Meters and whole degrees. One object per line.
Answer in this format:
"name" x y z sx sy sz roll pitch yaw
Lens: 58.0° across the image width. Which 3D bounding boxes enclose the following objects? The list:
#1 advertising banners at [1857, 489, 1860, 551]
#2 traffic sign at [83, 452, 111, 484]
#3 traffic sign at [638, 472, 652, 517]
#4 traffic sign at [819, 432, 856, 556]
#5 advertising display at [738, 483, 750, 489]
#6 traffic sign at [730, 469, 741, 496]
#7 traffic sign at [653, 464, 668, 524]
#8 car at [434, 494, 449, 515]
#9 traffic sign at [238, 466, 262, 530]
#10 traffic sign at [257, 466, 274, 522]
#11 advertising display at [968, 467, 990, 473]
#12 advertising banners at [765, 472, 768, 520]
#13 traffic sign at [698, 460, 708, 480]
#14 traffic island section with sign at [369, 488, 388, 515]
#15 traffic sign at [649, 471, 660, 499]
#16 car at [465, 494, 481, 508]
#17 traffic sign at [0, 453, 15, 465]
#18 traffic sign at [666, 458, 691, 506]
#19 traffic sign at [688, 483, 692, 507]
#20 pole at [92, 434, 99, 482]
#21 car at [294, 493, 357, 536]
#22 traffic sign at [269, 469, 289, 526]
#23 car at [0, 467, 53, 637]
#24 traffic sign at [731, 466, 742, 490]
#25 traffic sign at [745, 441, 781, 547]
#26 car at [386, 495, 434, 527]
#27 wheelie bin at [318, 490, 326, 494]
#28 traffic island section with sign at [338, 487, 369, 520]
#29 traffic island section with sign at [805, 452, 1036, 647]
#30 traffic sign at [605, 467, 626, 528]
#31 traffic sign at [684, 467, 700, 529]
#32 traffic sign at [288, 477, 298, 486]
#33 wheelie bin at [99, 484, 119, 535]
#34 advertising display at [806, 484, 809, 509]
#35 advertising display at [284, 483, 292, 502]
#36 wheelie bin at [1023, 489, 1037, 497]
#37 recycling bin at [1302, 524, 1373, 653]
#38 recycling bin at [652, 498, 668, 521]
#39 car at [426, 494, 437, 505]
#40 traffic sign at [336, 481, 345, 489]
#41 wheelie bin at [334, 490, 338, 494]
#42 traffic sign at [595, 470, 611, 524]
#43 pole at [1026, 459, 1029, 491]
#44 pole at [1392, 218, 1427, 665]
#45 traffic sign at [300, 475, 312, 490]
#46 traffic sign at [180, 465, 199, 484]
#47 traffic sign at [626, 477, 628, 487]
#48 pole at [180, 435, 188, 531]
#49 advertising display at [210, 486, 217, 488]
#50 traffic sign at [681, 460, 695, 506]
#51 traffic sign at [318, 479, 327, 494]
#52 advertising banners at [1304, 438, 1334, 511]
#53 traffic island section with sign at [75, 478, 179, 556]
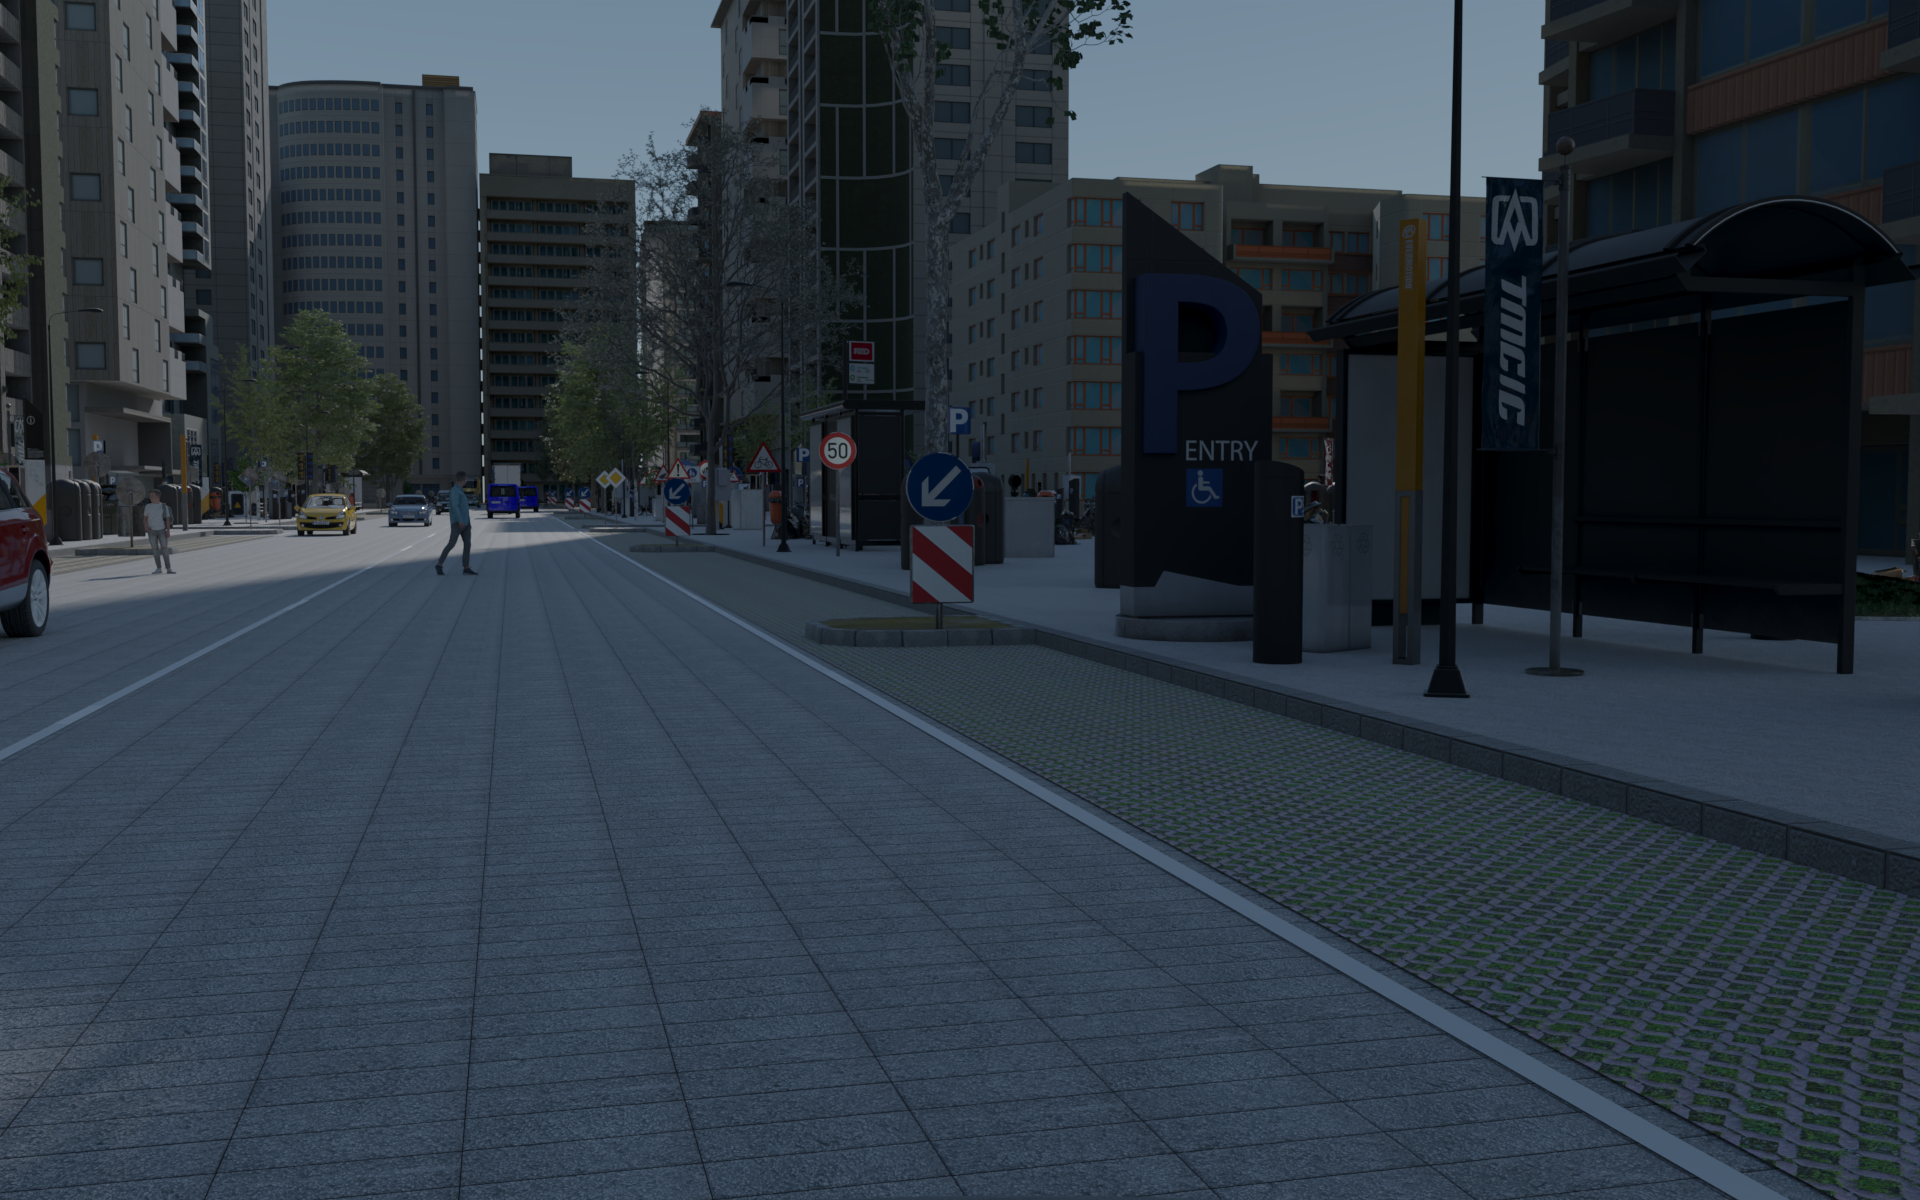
"advertising banners" 12.393 -1.809 25.768 0.090 3.025 2.074 -2 4 -30
"traffic sign" -25.946 -3.180 52.105 0.768 2.556 0.104 -1 4 -12
"traffic sign" -17.891 -6.040 98.753 0.884 2.594 0.081 0 4 -7
"traffic sign" -2.509 -2.169 35.568 0.768 2.556 0.104 0 4 -5
"advertising display" -12.557 -5.903 101.721 0.974 1.923 0.123 0 4 7
"traffic sign" -10.143 -4.687 76.638 0.884 2.594 0.081 -1 4 -10
"traffic sign" -12.780 -4.565 74.647 0.884 2.594 0.081 -1 4 -13
"car" -35.474 -6.756 120.247 2.009 1.686 4.222 -1 4 -14
"traffic sign" -25.475 -3.580 62.171 0.795 2.450 0.064 -1 4 -14
"traffic sign" -31.526 -4.802 78.624 0.768 2.556 0.104 -1 4 -12
"advertising display" 0.214 -2.172 40.731 0.974 1.923 0.123 0 4 -2
"advertising banners" -9.739 -5.504 86.172 0.090 3.025 2.074 0 4 5
"traffic sign" -9.330 -3.914 64.096 0.768 2.556 0.104 -1 4 -10
"traffic island section with sign" -40.217 -6.841 120.474 1.989 1.847 2.006 -1 4 -14
"traffic sign" -16.437 -5.715 93.547 0.768 2.556 0.104 -1 4 -10
"car" -50.999 -10.329 180.670 2.131 1.459 4.920 -1 4 -13
"traffic sign" -29.378 -3.260 53.412 0.768 2.556 0.104 -1 4 -8
"traffic sign" -10.028 -3.772 61.676 0.884 2.594 0.081 0 4 -7
"traffic sign" -15.516 -6.128 100.299 0.768 2.556 0.104 -1 4 -13
"pole" -29.485 -3.996 59.180 0.158 3.312 0.155 0 3 0
"car" -22.175 -3.085 60.671 2.015 1.641 3.980 -1 4 -14
"traffic sign" -27.472 -4.053 69.903 0.795 2.450 0.064 -1 4 -14
"car" -9.887 -0.431 15.723 2.281 1.827 5.304 -1 4 -13
"traffic sign" -10.429 -4.873 79.773 0.768 2.556 0.104 0 4 -6
"traffic sign" -4.798 -2.588 42.312 0.884 2.594 0.081 -1 4 -13
"car" -24.574 -4.004 77.465 2.014 1.417 4.499 -1 4 -15
"wheelie bin" -49.986 -7.810 135.598 0.980 1.594 0.693 0 4 3
"traffic island section with sign" -33.410 -5.228 94.112 1.989 1.847 2.006 -1 4 -14
"traffic island section with sign" -0.475 -0.516 17.066 1.989 1.847 2.006 -1 4 -14
"traffic sign" -12.984 -3.775 65.364 0.795 2.450 0.064 -1 4 -14
"traffic sign" -9.789 -3.743 63.328 0.606 2.300 0.079 -1 4 -9
"traffic sign" -49.561 -7.867 128.729 0.768 2.556 0.104 -1 4 -9
"wheelie bin" -26.841 -2.851 54.529 0.980 1.594 0.693 -2 4 -34
"advertising display" -10.110 -6.439 110.497 0.974 1.923 0.123 1 4 14
"advertising display" -38.453 -5.698 98.377 0.974 1.923 0.123 0 4 0
"wheelie bin" 4.002 -5.568 98.947 0.693 1.594 0.980 3 5 43
"recycling bin" 2.934 -0.113 14.399 0.722 1.027 0.722 -3 5 -43
"recycling bin" -14.192 -4.281 82.545 0.722 1.027 0.722 -1 4 -18
"car" -62.297 -11.941 205.025 2.009 1.686 4.222 -1 4 -14
"traffic sign" -48.450 -8.156 135.477 0.606 2.300 0.079 -1 4 -9
"wheelie bin" -43.772 -6.992 122.233 0.693 1.594 0.980 2 4 34
"traffic sign" -14.981 -4.248 73.096 0.795 2.450 0.064 -1 4 -14
"pole" 3.873 -6.480 99.790 0.158 3.312 0.155 0 3 0
"pole" 3.371 -1.170 12.976 0.158 3.312 0.155 0 3 0
"traffic sign" -43.601 -7.056 115.476 0.768 2.556 0.104 -1 4 -12
"traffic sign" -33.836 -4.647 76.079 0.768 2.556 0.104 0 4 -7
"traffic sign" -25.381 -8.027 131.339 0.768 2.556 0.104 -1 4 -11
"pole" -27.015 -4.065 60.308 0.158 3.312 0.155 0 3 0
"advertising display" -58.912 -8.049 136.817 0.123 1.923 0.974 0 4 2
"traffic sign" -10.164 -3.917 64.150 0.768 2.556 0.104 -1 4 -8
"traffic sign" -49.467 -8.136 134.211 0.795 2.450 0.064 -1 4 -10
"advertising banners" 11.665 -3.719 56.988 0.090 3.025 2.074 -1 4 -23
"traffic island section with sign" -19.715 -1.986 41.107 1.989 1.847 2.006 -1 4 -14
